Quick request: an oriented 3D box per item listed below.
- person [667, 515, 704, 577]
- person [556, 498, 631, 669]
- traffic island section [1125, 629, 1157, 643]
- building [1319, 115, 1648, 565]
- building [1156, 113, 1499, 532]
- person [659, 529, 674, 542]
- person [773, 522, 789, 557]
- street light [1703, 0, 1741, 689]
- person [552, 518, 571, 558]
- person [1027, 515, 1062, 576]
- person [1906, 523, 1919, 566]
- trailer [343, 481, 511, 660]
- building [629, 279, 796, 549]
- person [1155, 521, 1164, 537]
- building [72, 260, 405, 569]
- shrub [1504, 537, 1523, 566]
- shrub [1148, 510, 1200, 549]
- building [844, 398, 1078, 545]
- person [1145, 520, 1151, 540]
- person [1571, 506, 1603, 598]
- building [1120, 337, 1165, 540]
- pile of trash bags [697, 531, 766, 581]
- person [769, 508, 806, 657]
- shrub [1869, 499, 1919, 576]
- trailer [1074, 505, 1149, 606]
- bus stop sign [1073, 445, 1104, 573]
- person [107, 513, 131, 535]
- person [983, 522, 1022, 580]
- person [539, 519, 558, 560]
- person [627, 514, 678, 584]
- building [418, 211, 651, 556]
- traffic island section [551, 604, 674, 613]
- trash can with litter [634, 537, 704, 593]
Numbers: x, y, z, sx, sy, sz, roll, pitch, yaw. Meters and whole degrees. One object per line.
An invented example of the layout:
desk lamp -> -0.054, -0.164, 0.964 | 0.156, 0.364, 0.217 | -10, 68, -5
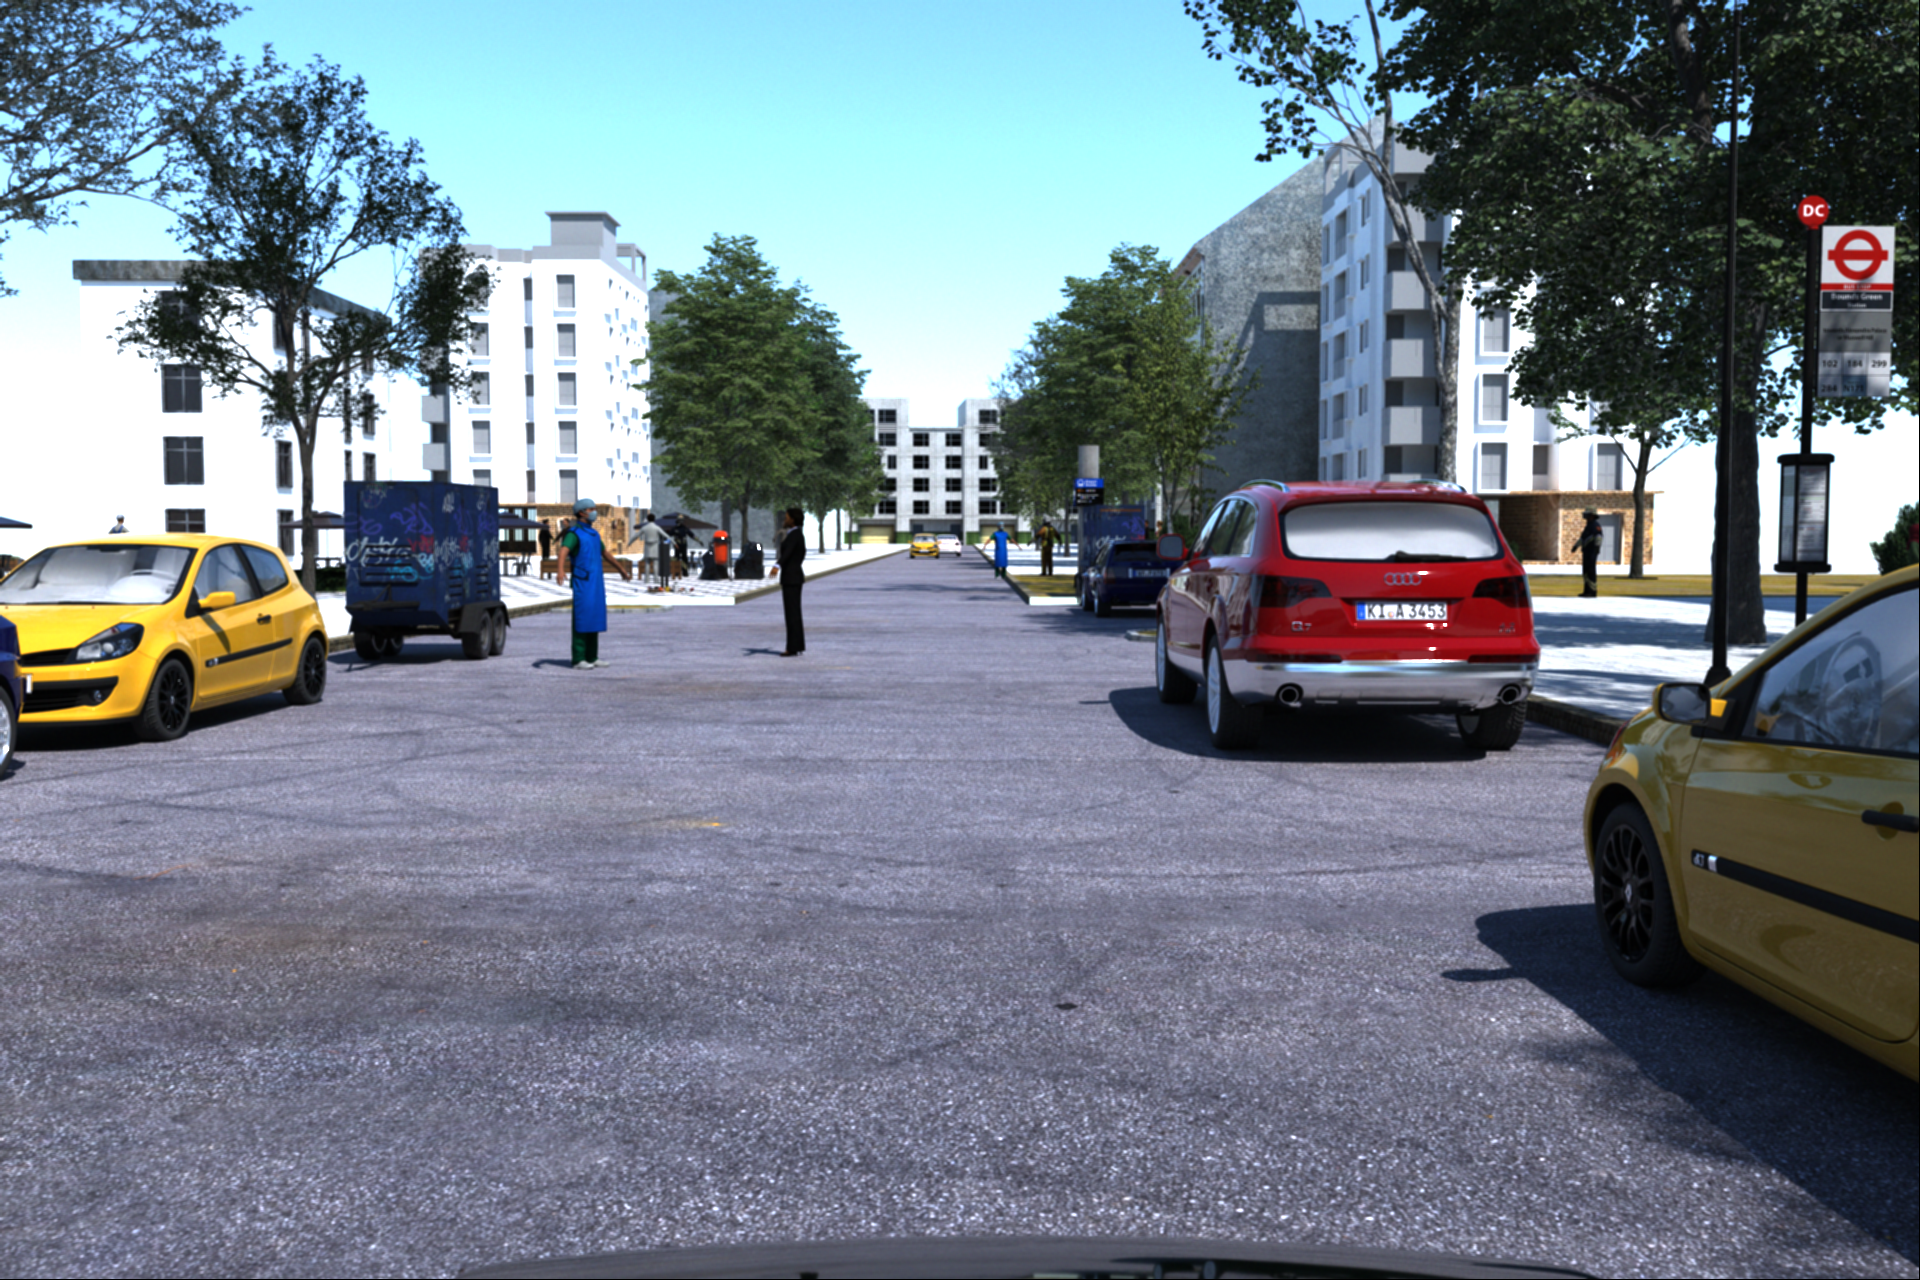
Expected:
person -> -8.361, -2.819, 51.868 | 1.354, 1.856, 0.705 | -1, 4, -22
person -> -3.963, -0.606, 18.490 | 0.704, 1.817, 1.347 | 1, 4, 20
traffic island section -> 3.287, -0.050, 23.678 | 1.991, 0.108, 1.994 | 0, 4, 1
building -> 22.862, -13.941, 84.348 | 16.016, 20.090, 11.380 | 0, 4, 0
building -> 21.977, -16.432, 99.584 | 19.493, 23.208, 18.063 | 0, 4, 0
person -> -11.439, -3.713, 66.854 | 1.345, 1.843, 0.704 | -1, 4, -9
person -> -7.445, -4.124, 73.553 | 1.348, 1.813, 0.705 | -3, 5, -43
street light -> 6.757, -2.535, 13.994 | 1.470, 5.913, 1.316 | 0, 4, 0
person -> -13.182, -3.167, 57.924 | 1.346, 1.812, 0.704 | 3, 5, 43
person -> 2.634, -2.875, 52.772 | 1.354, 1.858, 0.705 | -3, 4, -36
person -> 14.042, -0.986, 25.335 | 0.599, 1.438, 0.989 | 2, 4, 25
trailer -> -6.126, -0.752, 19.340 | 1.471, 1.999, 3.904 | 0, 3, 0
building -> -25.087, -20.016, 158.191 | 19.493, 23.208, 18.063 | 0, 4, 1
person -> 6.609, -3.143, 58.189 | 0.721, 1.733, 1.217 | 1, 4, 19
building -> -26.529, -7.648, 67.190 | 9.099, 9.664, 28.070 | 0, 4, -1
shrub -> 14.598, -2.154, 46.337 | 1.383, 1.207, 1.383 | 0, 3, 0
shrub -> 6.289, -2.826, 50.632 | 1.690, 2.028, 1.600 | 0, 3, 0
building -> 0.206, -22.195, 231.806 | 31.486, 18.905, 16.747 | 0, 4, -4
person -> 6.900, -3.564, 64.494 | 0.704, 1.802, 1.346 | 0, 4, -6
person -> 12.724, -1.785, 35.057 | 0.704, 1.845, 1.351 | 0, 4, 0
building -> 24.508, -17.843, 158.189 | 16.747, 18.905, 31.486 | 0, 3, 0
pile of trash bags -> -6.496, -2.386, 48.767 | 1.912, 1.369, 3.447 | 0, 4, 0
person -> -2.039, -0.685, 20.376 | 0.721, 1.740, 1.216 | 0, 4, 8
shrub -> 20.222, -1.972, 36.660 | 1.690, 2.028, 1.600 | 0, 3, 0
trailer -> 3.074, -1.747, 35.607 | 1.471, 1.999, 3.904 | 0, 4, -1
bus stop sign -> 3.822, -3.825, 51.551 | 0.837, 3.901, 0.837 | 0, 4, 0
person -> -22.878, -2.533, 47.274 | 1.347, 1.847, 0.705 | 1, 4, 16
person -> 1.298, -2.805, 54.438 | 1.347, 1.817, 0.704 | -1, 4, -23
person -> -15.007, -3.482, 62.867 | 0.705, 1.837, 1.347 | -3, 5, -40
person -> -7.960, -2.358, 44.743 | 1.347, 1.806, 0.705 | 0, 4, 3
building -> -25.659, -15.065, 102.733 | 16.016, 20.090, 11.380 | 0, 3, 0
traffic island section -> -6.412, -0.575, 32.273 | 1.991, 0.108, 1.994 | 0, 4, 0
trash can with litter -> -6.427, -1.692, 38.721 | 1.678, 1.210, 2.233 | 0, 4, 1
